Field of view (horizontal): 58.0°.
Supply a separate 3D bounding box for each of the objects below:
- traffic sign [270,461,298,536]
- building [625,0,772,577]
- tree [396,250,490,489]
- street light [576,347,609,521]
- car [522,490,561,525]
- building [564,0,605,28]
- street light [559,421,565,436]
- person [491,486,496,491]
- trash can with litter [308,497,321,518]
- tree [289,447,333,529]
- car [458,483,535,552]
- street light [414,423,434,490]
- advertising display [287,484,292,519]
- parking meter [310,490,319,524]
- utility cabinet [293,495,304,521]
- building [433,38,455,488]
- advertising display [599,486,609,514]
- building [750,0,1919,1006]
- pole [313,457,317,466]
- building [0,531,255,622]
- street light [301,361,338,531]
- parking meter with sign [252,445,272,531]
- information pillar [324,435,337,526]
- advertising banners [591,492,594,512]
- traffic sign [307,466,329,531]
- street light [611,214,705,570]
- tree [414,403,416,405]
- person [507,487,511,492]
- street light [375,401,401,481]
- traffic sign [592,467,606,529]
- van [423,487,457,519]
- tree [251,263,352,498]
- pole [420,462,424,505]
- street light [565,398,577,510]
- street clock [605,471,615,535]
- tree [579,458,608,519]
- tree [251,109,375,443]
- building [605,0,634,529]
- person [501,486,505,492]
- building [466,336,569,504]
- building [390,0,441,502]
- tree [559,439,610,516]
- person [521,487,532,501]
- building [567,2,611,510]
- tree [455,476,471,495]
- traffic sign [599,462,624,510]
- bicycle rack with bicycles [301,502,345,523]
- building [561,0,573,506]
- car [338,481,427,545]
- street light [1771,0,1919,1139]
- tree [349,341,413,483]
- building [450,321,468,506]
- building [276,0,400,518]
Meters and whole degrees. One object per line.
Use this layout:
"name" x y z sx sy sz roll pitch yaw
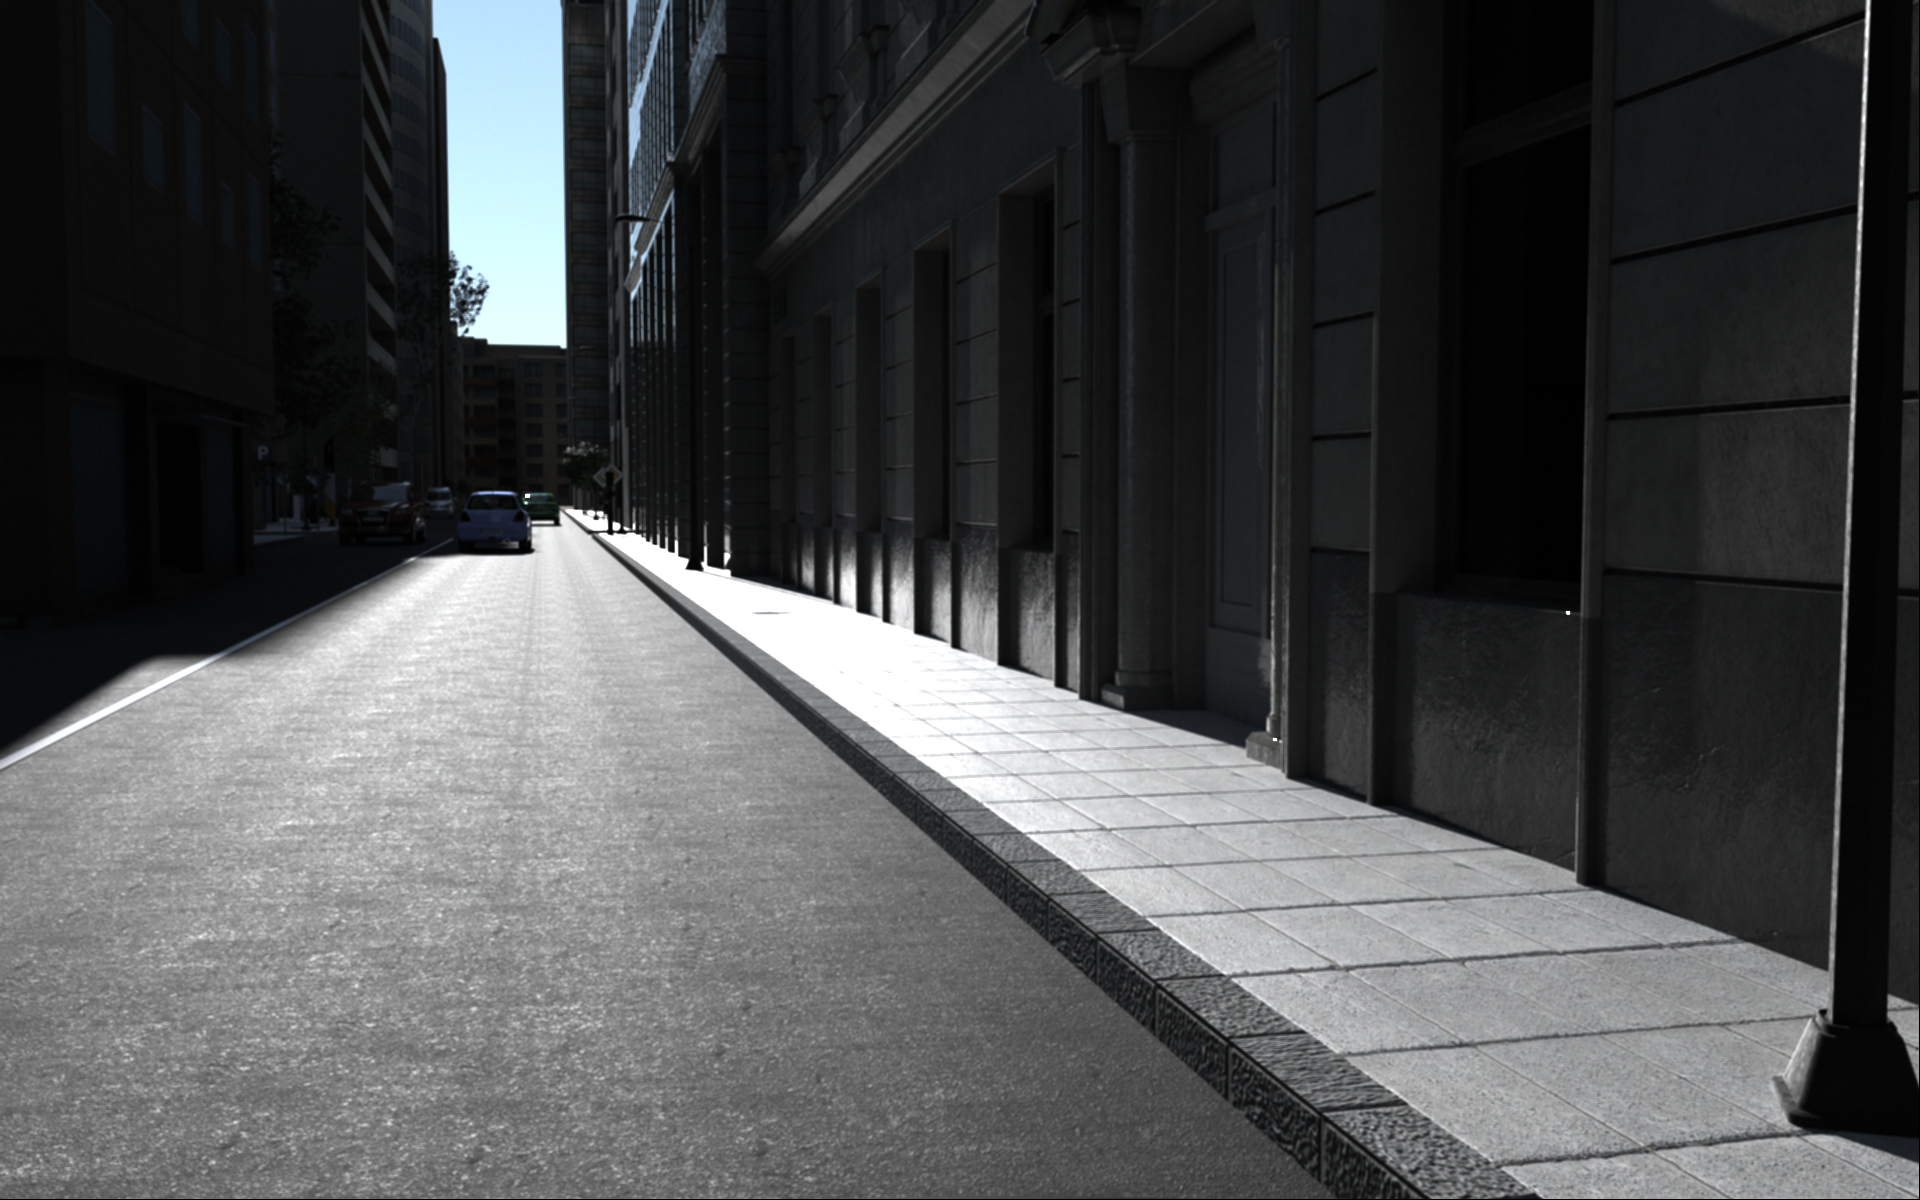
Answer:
"traffic sign" -20.597 -3.008 52.826 0.795 2.450 0.064 -1 4 -14
"building" -1.777 -16.147 41.503 11.434 29.767 29.804 -1 4 -14
"tree" -40.440 -16.400 124.027 12.611 20.169 13.585 0 3 0
"street light" -11.324 -5.042 54.985 1.470 5.913 1.316 -1 4 -14
"car" -19.562 -4.394 80.640 1.959 1.807 4.718 -1 4 -13
"building" -23.998 -35.608 171.436 28.713 52.752 27.495 -1 4 -14
"street light" -24.395 -8.384 109.620 1.470 5.913 1.316 -1 4 -14
"person" -22.284 -4.545 82.827 0.388 1.821 0.555 3 4 38
"trash can with litter" -34.752 -4.971 92.670 1.055 1.170 0.624 1 4 18
"tree" -24.500 -4.284 64.651 1.663 3.219 1.824 0 3 0
"car" -11.883 -2.126 44.356 1.945 1.707 3.694 -1 4 -12
"street light" -34.822 -8.562 112.524 1.470 5.913 1.316 -1 4 -14
"advertising display" -34.940 -5.203 90.285 0.123 1.923 0.974 -2 4 -28
"parking meter" -27.874 -4.059 74.779 0.372 1.533 0.369 0 3 0
"utility cabinet" -32.154 -4.476 84.337 0.306 1.237 1.020 -3 4 -38
"building" -56.550 -31.574 166.350 14.600 45.320 14.200 -1 4 -14
"advertising display" -22.274 -6.343 108.915 0.974 1.923 0.123 -1 4 -15
"building" 9.813 -14.062 6.330 17.030 29.872 44.131 -1 4 -14
"pole" -35.056 -6.137 94.189 0.158 3.312 0.155 0 3 0
"building" -17.625 -22.749 22.062 14.600 45.320 14.200 -1 4 -14
"street light" -22.304 -5.376 60.445 1.470 5.913 1.316 -1 4 -14
"parking meter with sign" -24.975 -3.966 61.100 0.543 3.016 1.738 0 4 8
"information pillar" -25.084 -4.746 68.952 0.504 3.616 0.183 2 4 25
"advertising banners" -25.870 -7.676 121.683 0.090 3.025 2.074 -1 4 -16
"traffic sign" -22.469 -3.483 60.589 0.795 2.450 0.064 -1 4 -14
"street light" -5.027 -3.455 29.038 1.470 5.913 1.316 -1 4 -14
"tree" -30.693 -8.571 90.493 4.737 8.622 4.395 0 3 0
"person" -26.926 -5.814 103.336 0.755 1.850 0.659 0 4 -3
"street light" -28.676 -6.983 86.716 1.470 5.913 1.316 -1 4 -14
"traffic sign" -12.942 -3.622 62.857 0.795 2.450 0.064 -1 4 -14
"van" -30.544 -5.781 101.523 2.013 2.044 4.112 -1 4 -15
"tree" -20.415 -6.052 49.319 4.737 8.622 4.395 0 3 0
"pole" -34.747 -7.215 111.814 0.158 3.312 0.155 0 3 0
"street light" -18.214 -6.808 83.845 1.470 5.913 1.316 -1 4 -14
"street clock" -10.911 -3.023 54.002 0.358 2.002 0.471 -1 4 -10
"tree" -18.941 -5.895 90.986 1.663 3.219 1.824 0 3 0
"tree" -18.348 -7.453 38.863 9.611 12.733 9.660 0 3 0
"building" -4.383 -38.827 73.069 20.611 71.187 20.563 -1 4 -14
"person" -20.424 -4.198 77.551 0.576 1.772 0.534 -2 4 -28
"building" -63.865 -23.403 227.672 28.899 21.520 27.650 -1 4 -14
"building" -55.354 -36.819 143.981 21.231 58.520 28.212 -1 4 -14
"tree" -22.442 -7.372 104.242 4.285 4.588 4.351 0 3 0
"person" -23.860 -5.331 95.512 0.661 1.843 0.795 -2 4 -26
"building" -26.575 -28.516 149.825 14.154 41.232 14.086 -1 4 -14
"tree" -51.648 -11.339 179.986 1.663 3.219 1.824 0 3 0
"traffic sign" -11.070 -3.147 55.094 0.795 2.450 0.064 -1 4 -14
"bicycle rack with bicycles" -28.578 -3.990 78.624 2.925 0.926 2.852 -2 4 -30
"building" -34.324 -40.103 197.677 21.231 58.520 28.212 -1 4 -14
"car" -16.714 -2.544 50.274 2.281 1.827 5.304 -1 4 -12
"street light" 1.333 -1.882 3.306 1.470 5.913 1.316 -1 4 -14
"tree" -29.345 -8.076 82.400 4.737 8.622 4.395 0 3 0
"building" -70.301 -21.155 190.926 28.899 21.520 27.650 -1 4 -14
"building" -45.382 -29.246 101.879 21.300 48.544 21.600 -1 4 -14
